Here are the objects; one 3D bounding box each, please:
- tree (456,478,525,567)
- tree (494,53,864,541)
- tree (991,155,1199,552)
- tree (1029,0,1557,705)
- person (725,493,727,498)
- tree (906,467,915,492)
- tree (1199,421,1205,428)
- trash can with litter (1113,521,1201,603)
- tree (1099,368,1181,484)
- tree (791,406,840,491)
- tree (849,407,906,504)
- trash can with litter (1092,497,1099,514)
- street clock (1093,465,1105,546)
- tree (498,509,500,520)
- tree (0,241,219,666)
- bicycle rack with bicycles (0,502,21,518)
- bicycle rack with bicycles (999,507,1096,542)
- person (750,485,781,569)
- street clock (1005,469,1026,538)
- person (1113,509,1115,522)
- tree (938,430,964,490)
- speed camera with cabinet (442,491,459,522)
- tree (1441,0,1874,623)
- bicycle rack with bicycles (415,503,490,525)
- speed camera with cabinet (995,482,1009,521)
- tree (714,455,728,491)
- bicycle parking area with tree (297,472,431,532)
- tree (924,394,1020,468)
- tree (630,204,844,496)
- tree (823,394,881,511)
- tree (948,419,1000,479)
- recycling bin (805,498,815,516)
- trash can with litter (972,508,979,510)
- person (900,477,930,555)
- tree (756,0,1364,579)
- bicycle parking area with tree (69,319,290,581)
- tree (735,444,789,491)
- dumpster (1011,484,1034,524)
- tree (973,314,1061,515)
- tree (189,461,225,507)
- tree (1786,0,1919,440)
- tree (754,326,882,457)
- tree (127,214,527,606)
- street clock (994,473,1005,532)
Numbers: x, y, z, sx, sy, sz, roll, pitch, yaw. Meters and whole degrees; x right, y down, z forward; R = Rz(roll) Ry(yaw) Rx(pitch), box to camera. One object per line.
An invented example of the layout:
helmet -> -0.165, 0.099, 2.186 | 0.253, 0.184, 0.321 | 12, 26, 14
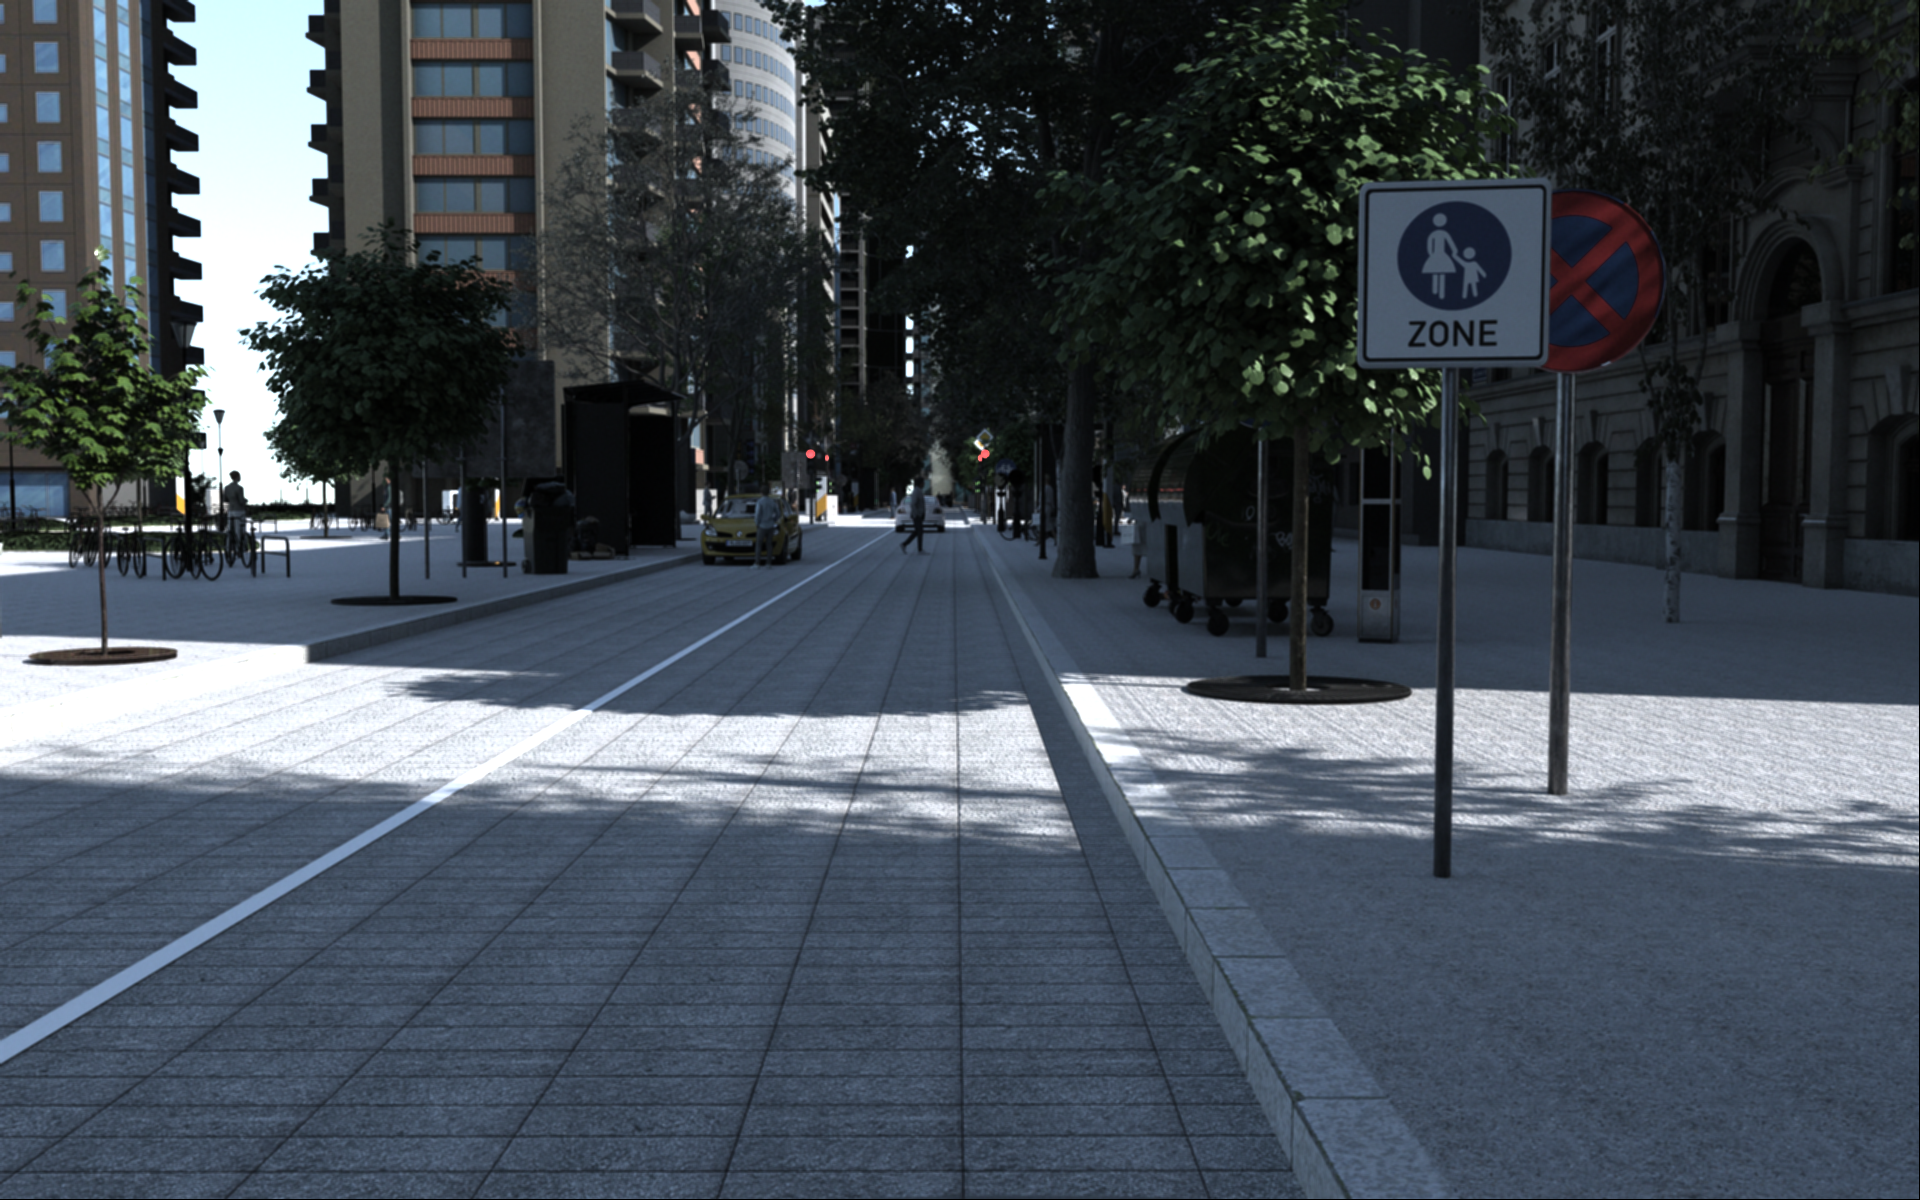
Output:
tree -> -8.449, -2.212, 30.775 | 1.663, 3.219, 1.824 | 0, 3, 0
tree -> -7.807, -8.407, 47.831 | 12.009, 13.543, 11.850 | 0, 3, 0
tree -> 2.295, -5.345, 37.754 | 4.737, 8.622, 4.395 | 0, 3, 0
tree -> 2.257, -1.672, 11.058 | 4.285, 4.588, 4.351 | 0, 3, 0
person -> -10.453, -4.280, 78.962 | 0.515, 1.767, 0.782 | 2, 4, 23
tree -> -7.078, -16.119, 213.907 | 4.737, 8.622, 4.395 | 0, 3, 0
tree -> 6.725, -5.896, 46.762 | 4.737, 8.622, 4.395 | 0, 3, 0
trash can with litter -> 3.055, -0.632, 21.390 | 1.678, 1.210, 2.233 | 3, 4, 36
tree -> 6.592, -6.618, 58.566 | 4.360, 8.622, 3.978 | 0, 3, 0
tree -> -11.420, -11.474, 137.969 | 4.737, 8.622, 4.395 | 0, 3, 0
tree -> -7.382, -11.900, 144.930 | 4.737, 8.622, 4.395 | 0, 3, 0
trash can with litter -> 5.350, -3.782, 73.219 | 1.055, 1.170, 0.624 | -3, 5, -39
street clock -> 3.470, -2.338, 42.803 | 0.471, 2.002, 0.358 | 2, 4, 30
tree -> -23.523, -8.359, 87.027 | 4.737, 8.622, 4.395 | 0, 3, 0
tree -> -6.506, -1.146, 13.343 | 1.663, 3.219, 1.824 | 0, 3, 0
bicycle rack with bicycles -> -46.211, -4.207, 82.168 | 2.852, 0.926, 2.925 | 1, 4, 21
bicycle rack with bicycles -> 2.549, -2.106, 47.809 | 2.925, 0.926, 2.852 | 0, 4, 2
person -> -3.737, -1.404, 33.272 | 0.589, 1.601, 0.330 | -2, 4, -30
street clock -> 1.658, -2.800, 50.347 | 0.471, 2.002, 0.358 | 1, 4, 21
person -> 6.852, -4.163, 76.834 | 0.678, 1.792, 0.850 | -1, 4, -21
tree -> 2.181, -17.734, 206.964 | 9.611, 12.733, 9.660 | 0, 3, 0
speed camera with cabinet -> -23.422, -5.339, 81.632 | 0.660, 3.252, 2.038 | 2, 4, 33
tree -> 6.863, -4.079, 17.046 | 4.360, 8.622, 3.978 | 0, 3, 0
bicycle rack with bicycles -> -21.296, -3.673, 73.438 | 2.925, 0.926, 2.852 | 0, 4, 8
speed camera with cabinet -> 1.961, -5.358, 81.936 | 0.660, 3.252, 2.038 | 0, 4, 5
tree -> -16.079, -8.578, 123.961 | 4.285, 4.588, 4.351 | 0, 3, 0
bicycle parking area with tree -> -22.951, -4.474, 60.159 | 8.231, 4.147, 9.016 | -2, 4, -24
tree -> 1.637, -11.851, 128.172 | 8.767, 10.594, 7.601 | -1, 4, -18
tree -> -7.762, -8.187, 59.606 | 9.928, 11.665, 9.643 | 0, 3, 0
tree -> -7.795, -10.832, 127.468 | 4.360, 8.622, 3.978 | 0, 3, 0
tree -> 1.927, -15.768, 175.935 | 7.486, 12.596, 7.792 | 0, 3, 0
recycling bin -> -8.619, -5.415, 101.083 | 0.722, 1.027, 0.722 | 0, 4, 4
trash can with litter -> 1.803, -8.014, 142.091 | 1.678, 1.210, 2.233 | 0, 4, 5
person -> -1.083, -2.008, 41.171 | 0.795, 1.843, 0.661 | 1, 4, 12
tree -> 1.795, -7.318, 26.302 | 9.857, 13.997, 8.962 | 0, 3, 0
bicycle parking area with tree -> -14.881, -2.448, 27.028 | 8.231, 4.147, 9.016 | -1, 4, -20
tree -> -12.016, -7.933, 113.414 | 4.285, 4.588, 4.351 | 0, 3, 0
dumpster -> 2.709, -3.898, 69.493 | 1.264, 1.857, 1.865 | 0, 3, 0
tree -> 1.623, -12.036, 107.164 | 12.009, 13.543, 11.850 | 0, 3, 0
tree -> -63.110, -14.050, 131.543 | 13.155, 14.587, 18.604 | -1, 4, -21
tree -> 7.646, -3.792, 12.366 | 4.737, 8.622, 4.395 | 0, 3, 0
tree -> -8.035, -9.815, 94.892 | 8.767, 10.594, 7.601 | 3, 5, 40
tree -> -6.781, -2.245, 20.422 | 4.285, 4.588, 4.351 | 0, 3, 0
street clock -> 1.397, -3.317, 58.808 | 0.471, 2.002, 0.358 | 3, 4, 36
